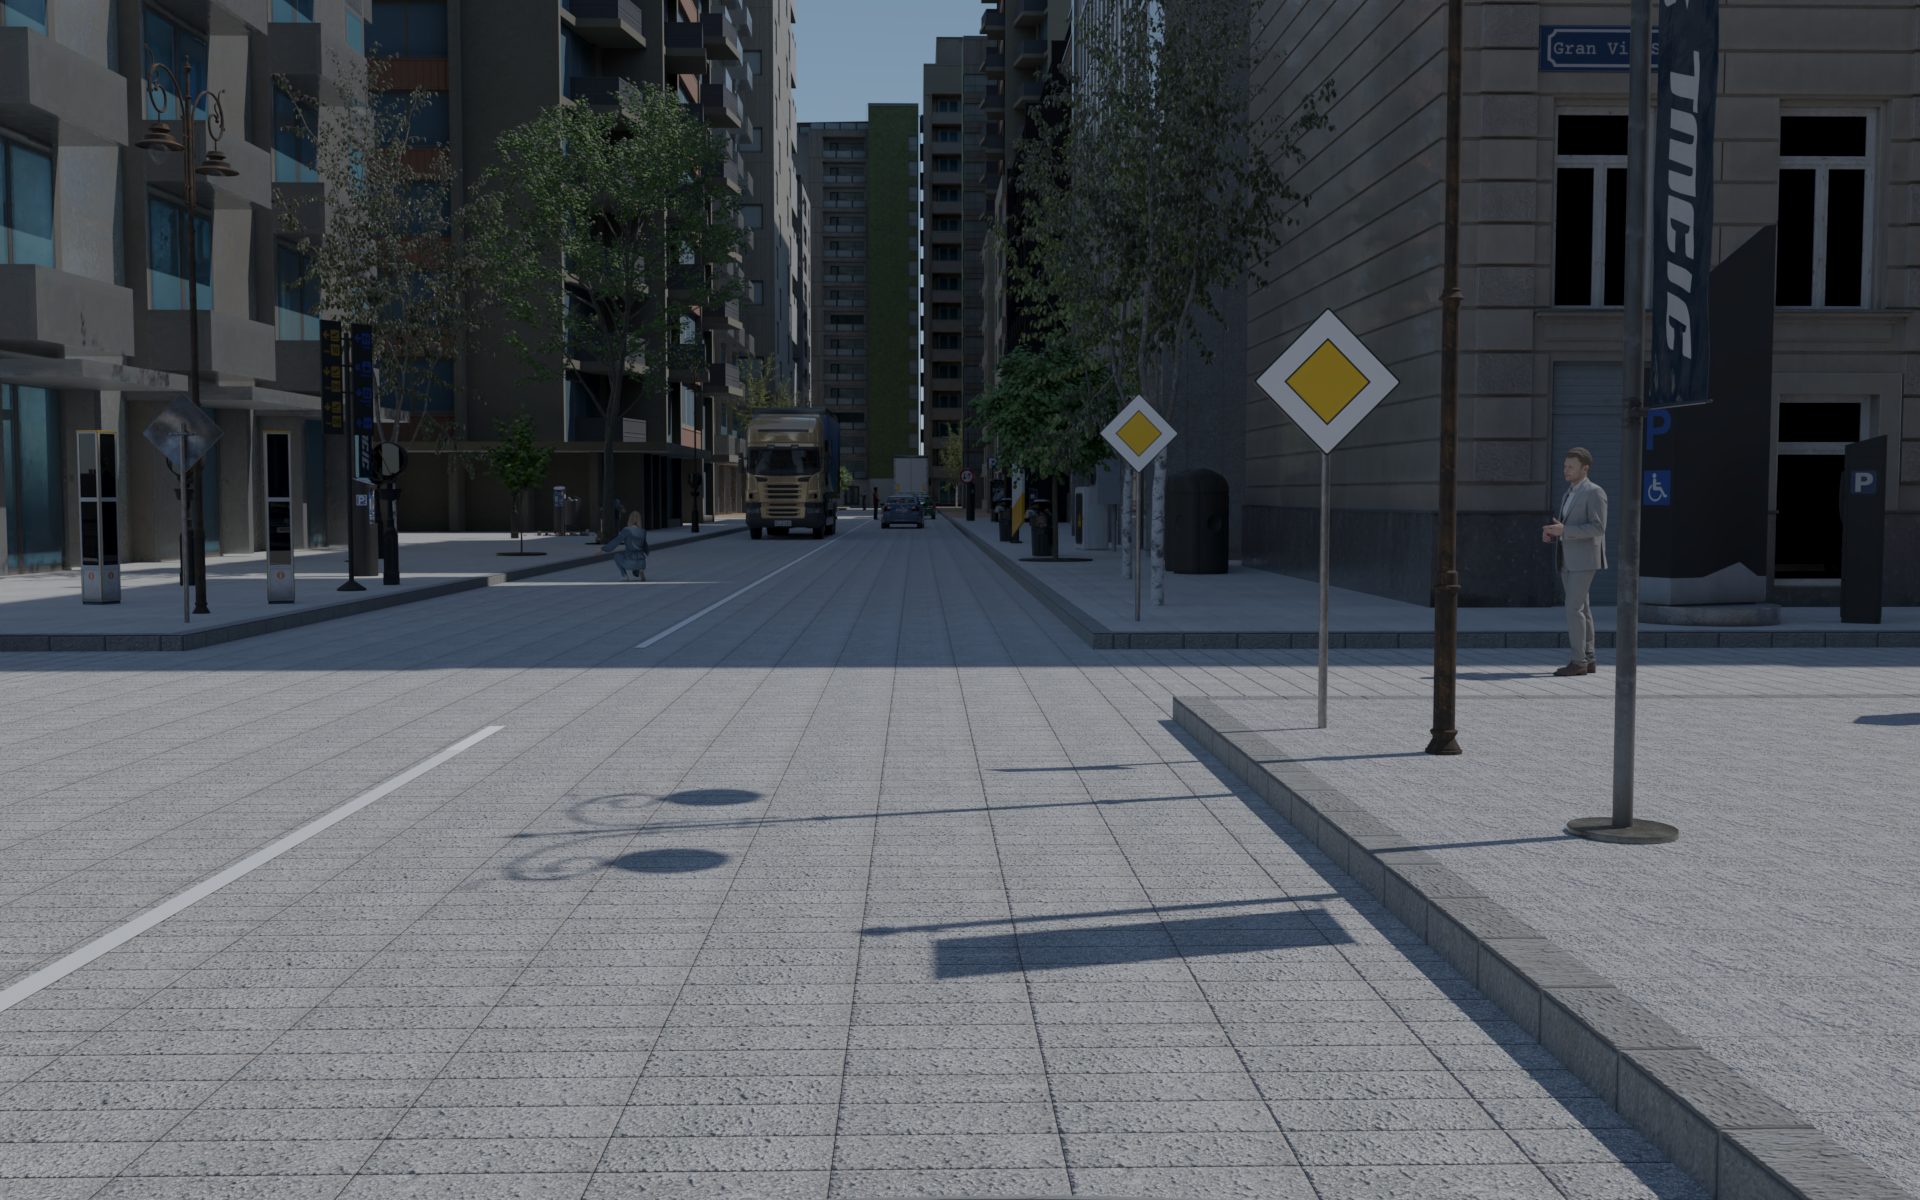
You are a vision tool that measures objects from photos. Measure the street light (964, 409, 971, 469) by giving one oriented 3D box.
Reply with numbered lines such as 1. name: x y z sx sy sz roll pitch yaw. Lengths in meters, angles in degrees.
1. street light: 0.427 -7.293 92.022 0.468 5.910 1.993 0 4 -1

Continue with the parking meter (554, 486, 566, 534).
1. parking meter: -12.830 -2.881 55.518 0.372 1.533 0.369 0 3 0

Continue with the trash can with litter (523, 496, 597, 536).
1. trash can with litter: -12.264 -2.578 53.202 2.233 1.210 1.678 0 4 1

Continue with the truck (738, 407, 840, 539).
1. truck: -5.548 -4.247 58.360 2.839 4.237 11.283 0 4 -1

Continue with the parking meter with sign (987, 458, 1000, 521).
1. parking meter with sign: 1.632 -5.249 82.083 0.543 3.016 1.738 0 4 -5

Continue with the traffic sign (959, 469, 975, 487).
1. traffic sign: 0.349 -5.287 86.548 0.768 2.556 0.104 0 4 5

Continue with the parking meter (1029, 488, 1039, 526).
1. parking meter: 2.987 -3.766 69.981 0.372 1.533 0.369 0 3 0

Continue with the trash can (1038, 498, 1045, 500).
1. trash can: 3.140 -3.622 70.878 0.748 1.137 0.748 0 3 0

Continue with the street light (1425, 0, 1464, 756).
1. street light: 2.396 -2.178 8.405 0.468 5.910 1.993 0 4 -1

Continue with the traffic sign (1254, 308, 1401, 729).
1. traffic sign: 1.983 -0.354 9.431 0.795 2.450 0.064 0 4 -1

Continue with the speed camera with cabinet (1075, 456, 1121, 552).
1. speed camera with cabinet: 3.110 -2.748 39.261 0.660 3.252 2.038 -1 4 -10

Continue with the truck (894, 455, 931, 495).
1. truck: -3.598 -8.630 130.015 2.839 4.237 11.283 0 4 -1

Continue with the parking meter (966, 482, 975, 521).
1. parking meter: 0.516 -4.708 82.690 0.255 1.863 0.399 3 5 40

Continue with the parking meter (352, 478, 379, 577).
1. parking meter: -9.293 -1.140 27.055 0.372 1.533 0.369 0 3 0

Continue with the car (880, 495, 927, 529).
1. car: -2.410 -3.744 73.221 2.014 1.417 4.499 0 4 0

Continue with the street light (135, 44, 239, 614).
1. street light: -8.150 -2.791 18.427 0.468 5.910 1.993 0 4 -1

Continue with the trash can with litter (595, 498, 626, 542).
1. trash can with litter: -9.235 -2.094 45.626 0.624 1.170 1.055 0 4 5

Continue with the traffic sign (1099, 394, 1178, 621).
1. traffic sign: 1.789 -0.842 17.414 0.795 2.450 0.064 0 4 -1

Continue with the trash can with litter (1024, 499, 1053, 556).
1. trash can with litter: 1.702 -1.506 36.010 0.624 1.170 1.055 1 4 10

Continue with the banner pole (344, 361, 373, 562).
1. banner pole: -11.359 -2.619 32.830 0.401 3.779 0.863 1 4 15

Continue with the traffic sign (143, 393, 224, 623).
1. traffic sign: -7.703 -0.829 17.204 0.795 2.450 0.064 0 4 -1

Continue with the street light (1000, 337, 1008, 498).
1. street light: 1.345 -4.795 51.183 0.468 5.910 1.993 0 4 -1

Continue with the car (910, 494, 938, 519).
1. car: -2.306 -5.364 99.503 2.131 1.459 4.920 0 4 -1

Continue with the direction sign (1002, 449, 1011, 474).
1. direction sign: 2.085 -4.690 68.683 0.876 3.537 0.379 2 4 25

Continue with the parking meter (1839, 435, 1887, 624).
1. parking meter: 8.956 -0.703 17.210 0.399 1.863 0.255 2 4 31

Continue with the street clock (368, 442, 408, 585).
1. street clock: -8.025 -1.213 24.395 0.471 2.002 0.358 0 4 -4

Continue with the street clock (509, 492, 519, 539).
1. street clock: -12.852 -2.775 49.933 0.358 2.002 0.471 -2 4 -28

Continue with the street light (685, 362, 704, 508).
1. street light: -9.059 -5.288 59.254 0.468 5.910 1.993 0 4 -1

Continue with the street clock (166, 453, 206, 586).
1. street clock: -10.801 -1.202 24.224 0.471 2.002 0.358 0 4 6

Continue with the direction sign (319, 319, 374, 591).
1. direction sign: -8.084 -1.891 22.907 0.379 3.537 0.876 2 4 27

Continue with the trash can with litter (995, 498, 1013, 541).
1. trash can with litter: 1.245 -2.175 46.953 0.624 1.170 1.055 0 4 1

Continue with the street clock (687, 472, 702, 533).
1. street clock: -8.783 -3.231 57.402 0.471 2.002 0.358 2 4 32

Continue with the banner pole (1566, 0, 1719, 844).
1. banner pole: 2.502 -0.989 6.189 0.401 3.779 0.863 0 4 -1
